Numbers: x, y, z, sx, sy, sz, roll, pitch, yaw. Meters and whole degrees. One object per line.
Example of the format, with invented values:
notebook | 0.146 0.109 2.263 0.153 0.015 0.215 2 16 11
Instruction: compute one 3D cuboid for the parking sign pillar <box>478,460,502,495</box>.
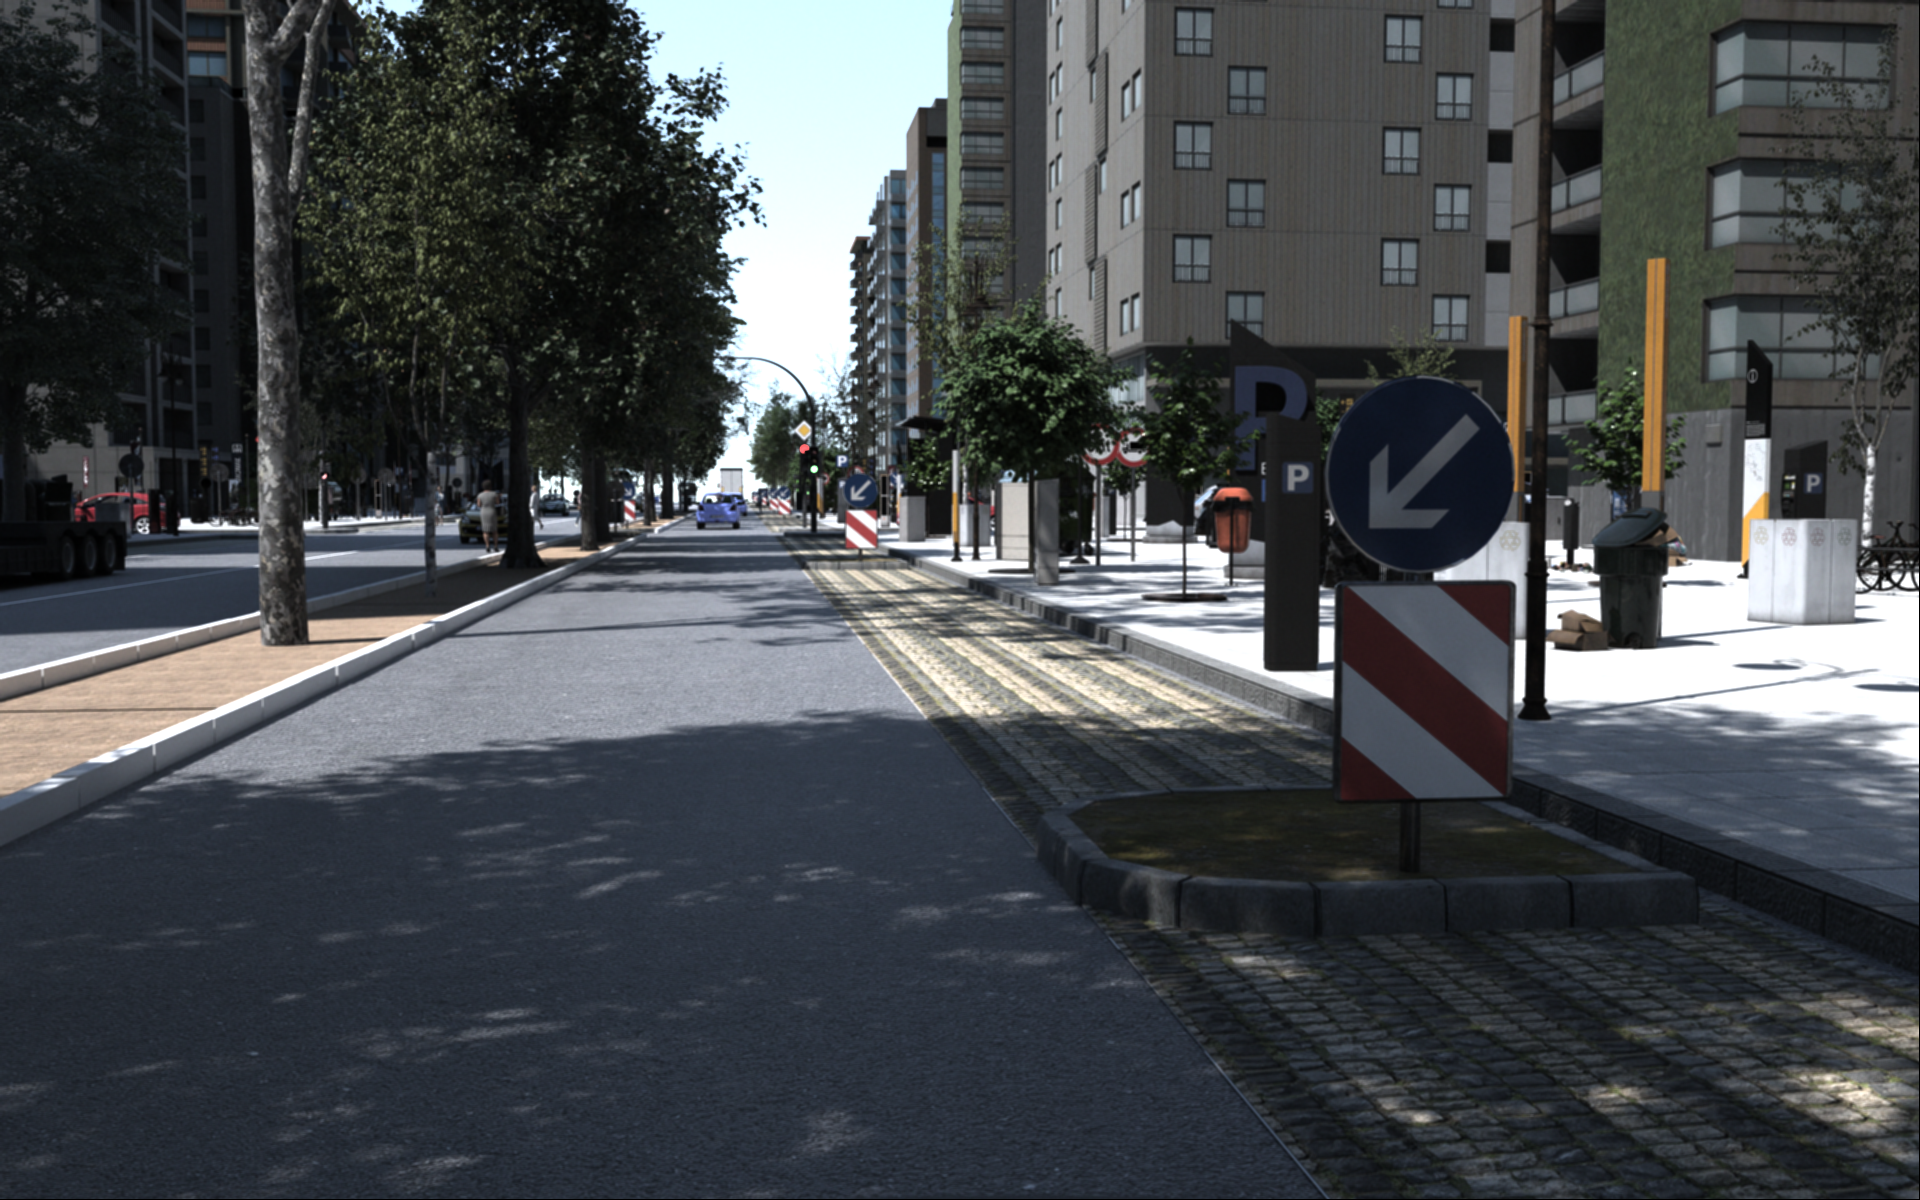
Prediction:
parking sign pillar | -36.618 -8.909 134.141 1.447 3.967 1.447 0 4 4

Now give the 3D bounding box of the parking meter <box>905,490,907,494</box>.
parking meter | -2.855 -5.152 92.653 0.372 1.533 0.369 0 3 0

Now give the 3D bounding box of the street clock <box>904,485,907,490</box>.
street clock | -4.292 -8.227 139.089 0.358 2.002 0.471 2 4 29

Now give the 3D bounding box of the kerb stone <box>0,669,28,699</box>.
kerb stone | -6.746 0.610 12.228 0.120 0.150 1.000 0 4 -7

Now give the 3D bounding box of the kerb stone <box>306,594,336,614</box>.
kerb stone | -7.911 0.050 21.374 0.120 0.150 1.000 0 4 -7

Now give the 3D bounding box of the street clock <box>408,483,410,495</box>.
street clock | -36.321 -6.675 113.707 0.358 2.002 0.471 2 4 31

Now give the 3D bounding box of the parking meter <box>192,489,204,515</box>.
parking meter | -41.696 -5.271 94.588 0.372 1.533 0.369 0 3 0

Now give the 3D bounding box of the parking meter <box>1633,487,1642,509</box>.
parking meter | 13.213 -1.696 33.446 0.399 1.863 0.255 2 4 23

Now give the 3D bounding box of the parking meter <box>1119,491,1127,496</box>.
parking meter | 6.887 -3.948 72.959 0.372 1.533 0.369 0 3 0

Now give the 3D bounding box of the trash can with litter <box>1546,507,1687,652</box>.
trash can with litter | 5.416 -0.180 14.325 1.055 1.170 0.624 -2 4 -28

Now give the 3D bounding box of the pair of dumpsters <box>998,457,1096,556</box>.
pair of dumpsters | 1.880 -2.153 37.703 1.574 2.255 4.437 0 4 -7

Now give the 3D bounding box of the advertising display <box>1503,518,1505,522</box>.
advertising display | 10.948 -1.789 34.460 0.123 1.923 0.974 0 4 8

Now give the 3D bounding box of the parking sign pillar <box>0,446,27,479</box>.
parking sign pillar | -46.609 -5.912 85.130 1.447 3.967 1.447 -1 4 -13

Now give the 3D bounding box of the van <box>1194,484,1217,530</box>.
van | 9.543 -3.465 63.670 4.112 2.044 2.013 0 4 -6

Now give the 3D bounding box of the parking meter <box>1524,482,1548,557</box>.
parking meter | 11.630 -1.639 35.206 0.372 1.533 0.369 0 3 0

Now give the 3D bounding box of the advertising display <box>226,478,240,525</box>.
advertising display | -29.967 -4.048 71.400 0.123 1.923 0.974 0 4 2

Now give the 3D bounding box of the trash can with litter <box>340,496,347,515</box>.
trash can with litter | -37.754 -5.813 106.106 1.678 1.210 2.233 0 4 -1

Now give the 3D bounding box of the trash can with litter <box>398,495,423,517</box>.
trash can with litter | -30.733 -5.272 97.249 1.678 1.210 2.233 1 4 9

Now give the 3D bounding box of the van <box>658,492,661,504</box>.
van | -42.698 -14.899 250.617 2.013 2.044 4.112 0 4 -8

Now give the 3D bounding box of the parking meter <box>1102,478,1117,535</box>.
parking meter | 4.660 -2.953 53.996 0.399 1.863 0.255 -1 4 -16

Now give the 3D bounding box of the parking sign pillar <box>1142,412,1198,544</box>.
parking sign pillar | 5.492 -3.470 45.199 1.447 3.967 1.447 -3 5 -44

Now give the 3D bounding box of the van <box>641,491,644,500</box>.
van | -41.867 -13.736 231.592 2.013 2.044 4.112 -1 4 -8

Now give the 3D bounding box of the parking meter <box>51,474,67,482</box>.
parking meter | -26.573 -2.777 51.122 0.255 1.863 0.399 2 4 30

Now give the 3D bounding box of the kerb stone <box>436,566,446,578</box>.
kerb stone | -8.955 -0.448 29.526 0.120 0.150 1.000 0 4 -7

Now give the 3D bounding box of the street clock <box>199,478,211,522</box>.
street clock | -34.155 -4.517 78.431 0.471 2.002 0.358 -3 4 -37

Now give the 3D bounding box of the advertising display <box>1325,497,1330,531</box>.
advertising display | 8.953 -2.309 42.968 0.974 1.923 0.123 0 4 -7

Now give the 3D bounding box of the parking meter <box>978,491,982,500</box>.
parking meter | 1.278 -6.616 116.589 0.372 1.533 0.369 0 3 0

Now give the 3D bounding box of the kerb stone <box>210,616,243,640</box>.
kerb stone | -7.391 0.299 17.304 0.120 0.150 1.000 0 4 -7

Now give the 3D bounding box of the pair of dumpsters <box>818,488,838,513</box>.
pair of dumpsters | -8.904 -7.020 117.270 1.574 2.255 4.437 0 4 -7

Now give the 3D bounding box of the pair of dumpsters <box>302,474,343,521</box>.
pair of dumpsters | -30.962 -4.941 83.275 1.574 2.255 4.437 0 4 -7

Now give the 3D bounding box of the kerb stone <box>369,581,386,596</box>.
kerb stone | -8.301 -0.136 24.427 0.120 0.150 1.000 0 4 -7

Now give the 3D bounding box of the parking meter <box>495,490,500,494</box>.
parking meter | -32.614 -6.956 122.136 0.372 1.533 0.369 0 3 0

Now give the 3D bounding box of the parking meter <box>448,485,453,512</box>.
parking meter | -33.843 -6.679 114.908 0.255 1.863 0.399 0 4 1

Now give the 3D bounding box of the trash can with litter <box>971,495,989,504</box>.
trash can with litter | 1.146 -5.423 99.722 2.233 1.210 1.678 2 4 28

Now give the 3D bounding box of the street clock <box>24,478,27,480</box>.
street clock | -41.934 -4.468 77.626 0.358 2.002 0.471 -2 4 -34

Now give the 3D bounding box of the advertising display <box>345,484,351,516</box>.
advertising display | -35.889 -5.893 101.567 0.123 1.923 0.974 -1 4 -10

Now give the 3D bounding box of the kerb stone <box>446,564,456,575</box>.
kerb stone | -9.083 -0.510 30.540 0.120 0.150 1.000 0 4 -7

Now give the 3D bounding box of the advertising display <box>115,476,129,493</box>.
advertising display | -30.649 -3.558 63.391 0.123 1.923 0.974 0 4 -5

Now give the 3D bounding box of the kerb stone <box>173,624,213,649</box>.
kerb stone | -7.261 0.362 16.288 0.120 0.150 1.000 0 4 -7

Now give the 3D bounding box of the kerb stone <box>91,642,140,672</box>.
kerb stone | -7.006 0.486 14.259 0.120 0.150 1.000 0 4 -7

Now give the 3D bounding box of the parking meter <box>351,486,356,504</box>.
parking meter | -41.305 -6.877 118.142 0.399 1.863 0.255 3 5 40

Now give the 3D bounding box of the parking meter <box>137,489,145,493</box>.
parking meter | -38.364 -4.447 81.118 0.372 1.533 0.369 0 3 0

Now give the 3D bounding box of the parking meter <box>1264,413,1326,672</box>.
parking meter | 2.430 -0.420 12.583 0.399 1.863 0.255 0 4 -3

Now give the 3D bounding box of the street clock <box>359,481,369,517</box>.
street clock | -32.645 -5.524 94.894 0.471 2.002 0.358 1 4 19

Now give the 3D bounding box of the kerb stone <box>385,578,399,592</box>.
kerb stone | -8.440 -0.198 25.445 0.120 0.150 1.000 0 4 -7

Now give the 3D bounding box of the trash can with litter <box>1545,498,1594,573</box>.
trash can with litter | 10.214 -1.107 29.155 1.678 1.210 2.233 1 4 13

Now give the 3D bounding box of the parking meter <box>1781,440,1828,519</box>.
parking meter | 9.157 -0.802 18.817 0.399 1.863 0.255 -1 4 -11

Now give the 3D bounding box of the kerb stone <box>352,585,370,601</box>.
kerb stone | -8.176 -0.074 23.407 0.120 0.150 1.000 0 4 -7

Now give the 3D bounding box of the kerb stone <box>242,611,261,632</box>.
kerb stone | -7.522 0.244 18.318 0.120 0.150 1.000 0 4 -7

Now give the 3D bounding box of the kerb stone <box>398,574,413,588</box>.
kerb stone | -8.557 -0.260 26.462 0.120 0.150 1.000 0 4 -7

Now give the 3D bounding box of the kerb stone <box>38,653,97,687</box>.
kerb stone | -6.871 0.548 13.243 0.120 0.150 1.000 0 4 -7

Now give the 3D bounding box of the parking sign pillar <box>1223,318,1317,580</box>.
parking sign pillar | 4.773 -2.323 26.456 1.447 3.967 1.447 0 4 7

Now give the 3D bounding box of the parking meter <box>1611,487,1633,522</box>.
parking meter | 12.324 -1.460 32.277 0.372 1.533 0.369 0 3 0

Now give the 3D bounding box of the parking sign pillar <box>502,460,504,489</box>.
parking sign pillar | -36.669 -9.063 136.645 1.447 3.967 1.447 0 4 -6

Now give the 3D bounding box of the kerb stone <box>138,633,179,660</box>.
kerb stone | -7.133 0.427 15.273 0.120 0.150 1.000 0 4 -7

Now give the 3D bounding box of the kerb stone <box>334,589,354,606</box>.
kerb stone | -8.037 -0.008 22.391 0.120 0.150 1.000 0 4 -7

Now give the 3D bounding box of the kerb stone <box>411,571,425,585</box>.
kerb stone | -8.686 -0.324 27.488 0.120 0.150 1.000 0 4 -7
